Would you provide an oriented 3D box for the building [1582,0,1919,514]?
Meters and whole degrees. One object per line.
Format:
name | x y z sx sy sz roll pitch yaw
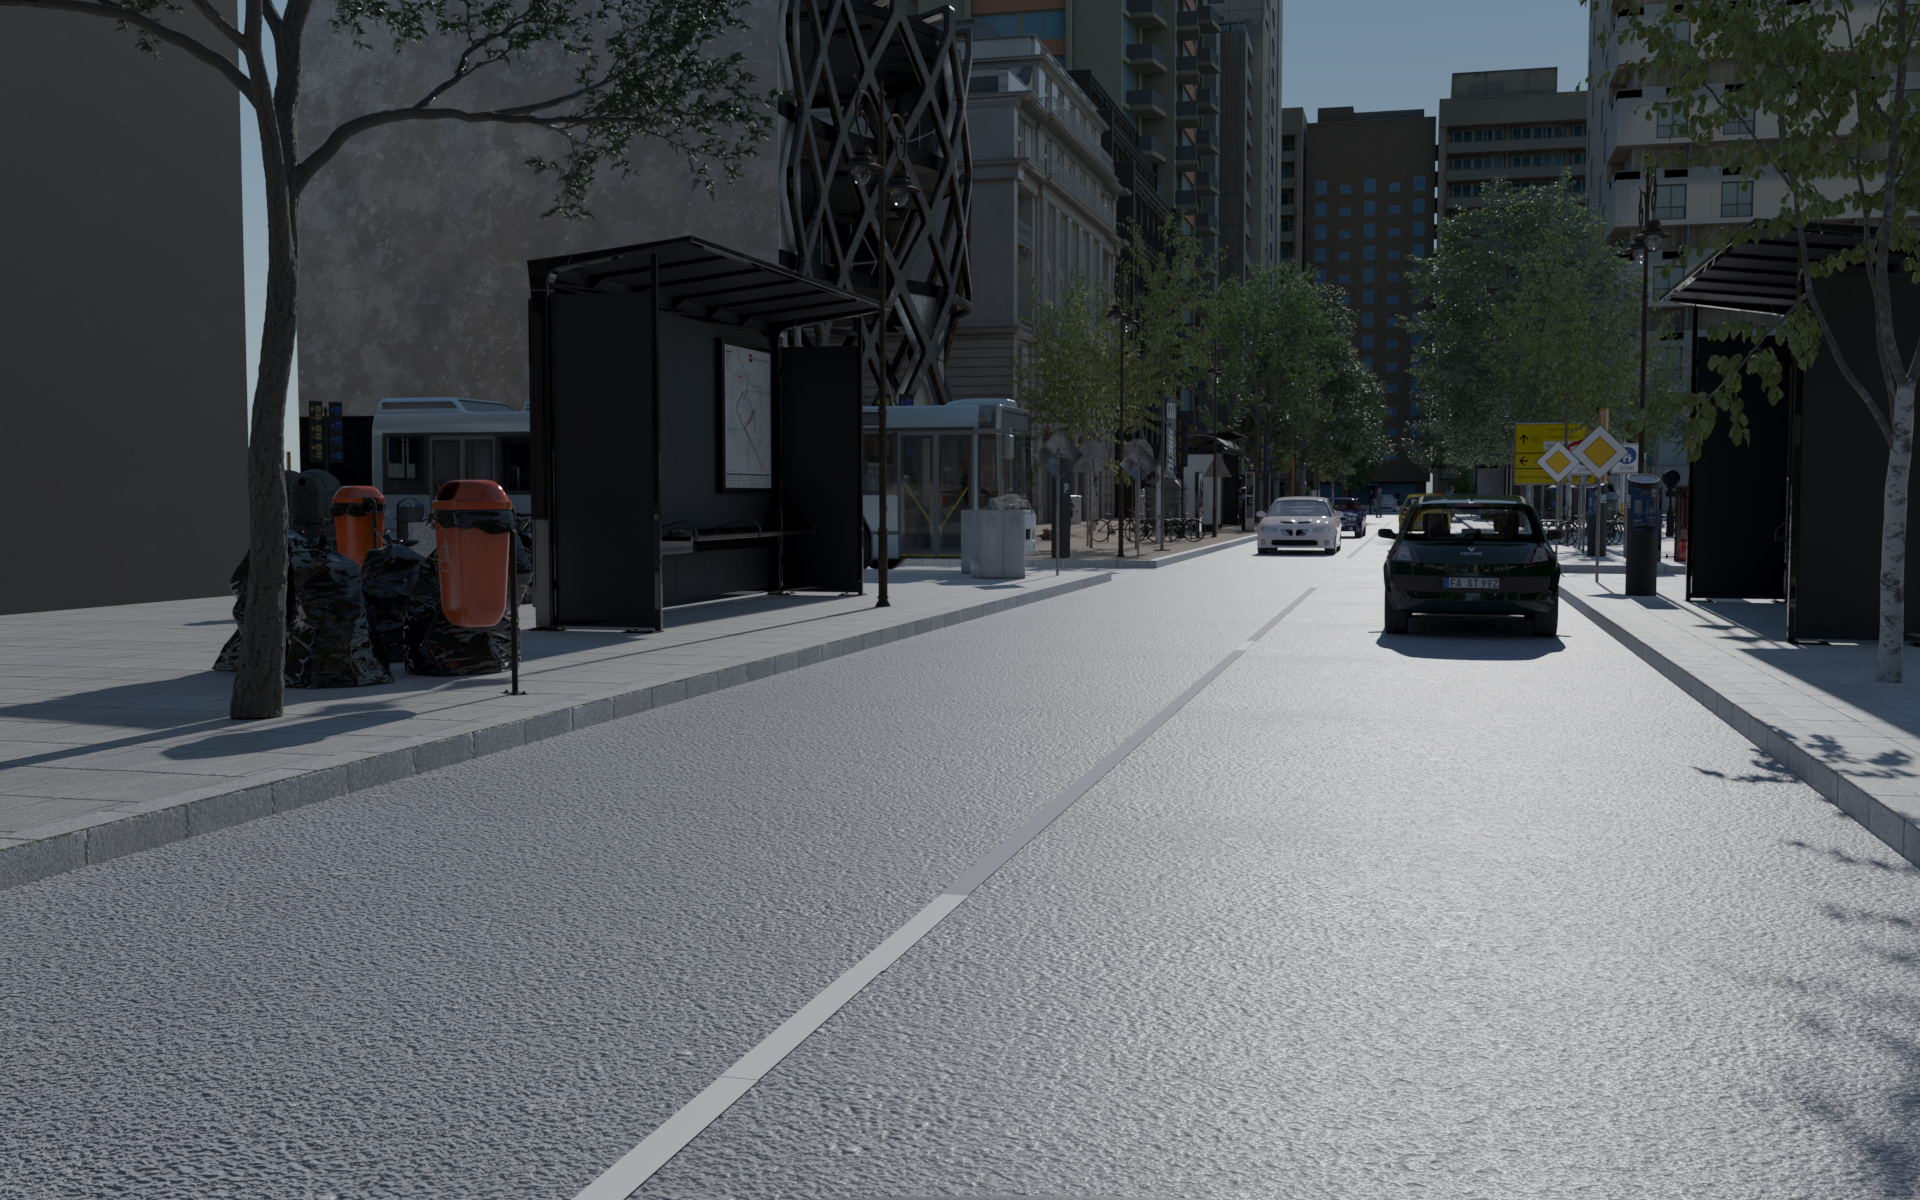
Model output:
building | 59.862 -32.660 123.225 28.713 52.752 27.495 1 4 15

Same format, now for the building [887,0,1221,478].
building | 6.943 -28.839 126.136 22.147 44.769 28.867 1 4 15

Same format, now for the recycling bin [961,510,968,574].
recycling bin | 0.499 -0.934 27.820 0.722 1.027 0.722 3 4 38

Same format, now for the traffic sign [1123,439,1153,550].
traffic sign | 4.079 -2.440 39.994 0.768 2.556 0.104 2 4 25

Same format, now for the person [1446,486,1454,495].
person | 21.229 -4.052 75.090 0.444 1.785 0.601 -1 4 -21

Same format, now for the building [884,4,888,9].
building | -8.756 -55.508 220.229 31.000 86.520 22.319 1 4 15

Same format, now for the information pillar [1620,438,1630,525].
information pillar | 27.665 -4.933 72.009 0.504 3.616 0.183 -2 4 -33

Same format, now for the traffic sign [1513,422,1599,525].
traffic sign | 16.873 -3.379 49.117 2.265 3.308 0.079 1 4 23

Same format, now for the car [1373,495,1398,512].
car | 35.159 -8.002 143.187 2.083 1.381 4.827 1 4 13

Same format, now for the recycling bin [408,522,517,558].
recycling bin | -4.416 -0.176 15.427 0.722 1.027 0.722 1 4 11

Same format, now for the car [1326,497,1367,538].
car | 12.690 -2.784 58.092 1.945 1.354 3.894 1 4 16

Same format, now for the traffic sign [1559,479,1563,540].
traffic sign | 16.884 -2.970 48.662 0.768 2.556 0.104 2 4 24

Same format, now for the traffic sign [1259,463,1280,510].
traffic sign | 12.608 -4.320 70.629 0.884 2.594 0.081 2 4 23

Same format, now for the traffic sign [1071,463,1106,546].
traffic sign | 3.127 -2.589 42.338 0.884 2.594 0.081 2 4 24

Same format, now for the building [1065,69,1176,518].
building | 5.133 -16.499 99.442 12.332 23.373 15.834 1 4 15

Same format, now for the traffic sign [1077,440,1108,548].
traffic sign | 3.100 -2.494 40.887 0.768 2.556 0.104 1 4 21

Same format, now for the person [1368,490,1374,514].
person | 29.050 -6.898 122.113 0.721 1.723 1.217 1 4 18

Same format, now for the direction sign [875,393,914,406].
direction sign | -1.474 -2.885 39.162 0.876 3.537 0.379 -1 4 -15

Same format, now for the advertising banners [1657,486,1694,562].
advertising banners | 13.747 -2.239 32.788 2.074 3.025 0.090 -1 4 -11

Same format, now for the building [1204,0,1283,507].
building | 19.823 -44.547 166.599 20.611 71.187 20.563 1 4 15

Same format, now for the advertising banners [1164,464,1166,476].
advertising banners | 12.562 -6.331 99.704 2.074 3.025 0.090 2 4 30

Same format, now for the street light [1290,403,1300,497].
street light | 16.271 -6.801 83.985 0.468 5.910 1.993 1 4 15

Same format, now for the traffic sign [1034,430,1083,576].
traffic sign | 1.538 -1.441 27.196 0.795 2.450 0.064 1 4 15

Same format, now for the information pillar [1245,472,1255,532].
information pillar | 9.867 -3.330 58.935 0.304 2.012 0.304 1 4 11

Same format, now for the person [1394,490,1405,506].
person | 40.176 -9.164 158.858 1.217 1.766 0.721 2 4 33

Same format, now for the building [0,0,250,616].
building | -18.295 -11.493 17.594 15.834 23.373 12.332 1 4 15

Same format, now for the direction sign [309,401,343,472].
direction sign | -15.509 -3.085 42.431 0.379 3.537 0.876 3 4 39

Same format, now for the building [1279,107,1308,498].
building | 31.401 -35.870 210.168 21.600 48.544 21.300 1 4 15

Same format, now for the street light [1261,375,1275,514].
street light | 11.935 -5.778 67.255 0.468 5.910 1.993 1 4 15

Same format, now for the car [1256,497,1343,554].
car | 8.412 -1.858 42.740 2.083 1.381 4.827 1 4 15

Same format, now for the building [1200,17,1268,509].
building | 18.159 -28.306 146.401 14.154 41.232 14.086 1 4 15

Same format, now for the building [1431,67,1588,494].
building | 66.022 -35.294 200.751 21.600 48.544 21.300 1 4 15

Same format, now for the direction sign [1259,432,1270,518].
direction sign | 11.193 -4.386 63.700 0.379 3.537 0.876 2 4 33

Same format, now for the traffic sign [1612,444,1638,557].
traffic sign | 13.466 -2.012 35.033 0.606 2.300 0.079 1 4 15

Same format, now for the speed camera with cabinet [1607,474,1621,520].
speed camera with cabinet | 30.910 -5.281 80.684 2.038 3.252 0.660 -3 4 -38

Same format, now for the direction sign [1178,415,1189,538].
direction sign | 6.451 -3.559 50.193 0.379 3.537 0.876 -1 4 -10

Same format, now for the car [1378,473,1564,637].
car | 5.568 -0.558 18.914 2.009 1.686 4.222 1 4 16

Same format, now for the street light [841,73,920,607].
street light | -0.879 -2.863 19.604 0.468 5.910 1.993 1 4 15

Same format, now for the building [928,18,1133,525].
building | -0.582 -14.575 80.097 13.314 21.916 24.055 1 4 15

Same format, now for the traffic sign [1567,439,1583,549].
traffic sign | 14.486 -2.467 40.440 0.768 2.556 0.104 1 4 17

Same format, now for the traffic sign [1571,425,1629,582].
traffic sign | 9.256 -1.313 25.118 0.795 2.450 0.064 1 4 15

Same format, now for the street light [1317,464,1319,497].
street light | 20.659 -7.781 100.007 0.468 5.910 1.993 1 4 15

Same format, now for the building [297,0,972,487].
building | -8.360 -11.423 54.219 16.820 18.784 16.811 1 4 15

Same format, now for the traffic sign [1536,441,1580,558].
traffic sign | 11.320 -1.785 32.832 0.795 2.450 0.064 1 4 15

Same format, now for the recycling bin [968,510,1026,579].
recycling bin | 0.580 -0.851 26.474 0.722 1.027 0.722 -1 4 -11

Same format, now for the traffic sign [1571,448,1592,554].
traffic sign | 13.416 -2.146 37.220 0.606 2.300 0.079 1 4 22

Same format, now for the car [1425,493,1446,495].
car | 24.607 -4.944 89.870 2.155 1.783 4.494 1 4 15

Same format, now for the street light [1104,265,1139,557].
street light | 3.283 -3.816 35.176 0.468 5.910 1.993 1 4 15

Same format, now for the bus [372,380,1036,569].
bus | -4.430 -2.290 32.299 13.247 3.499 2.948 1 4 16

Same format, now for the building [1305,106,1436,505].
building | 47.968 -33.792 202.617 14.200 45.320 14.600 1 4 15

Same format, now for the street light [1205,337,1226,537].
street light | 7.542 -4.798 51.234 0.468 5.910 1.993 1 4 15

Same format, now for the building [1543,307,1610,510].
building | 66.367 -18.748 151.575 27.650 21.520 28.899 1 4 15

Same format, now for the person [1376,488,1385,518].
person | 25.575 -5.906 105.240 0.590 1.801 0.661 1 4 21

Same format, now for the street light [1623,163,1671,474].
street light | 9.699 -3.168 24.589 0.468 5.910 1.993 1 4 15

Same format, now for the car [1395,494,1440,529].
car | 15.767 -2.966 58.721 2.015 1.641 3.980 1 4 15

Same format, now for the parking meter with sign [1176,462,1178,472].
parking meter with sign | 12.243 -5.976 93.969 0.543 3.016 1.738 2 4 25

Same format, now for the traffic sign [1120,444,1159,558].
traffic sign | 3.601 -1.912 34.911 0.795 2.450 0.064 1 4 15

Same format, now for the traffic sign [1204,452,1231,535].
traffic sign | 7.973 -3.286 53.723 0.884 2.594 0.081 2 4 25
